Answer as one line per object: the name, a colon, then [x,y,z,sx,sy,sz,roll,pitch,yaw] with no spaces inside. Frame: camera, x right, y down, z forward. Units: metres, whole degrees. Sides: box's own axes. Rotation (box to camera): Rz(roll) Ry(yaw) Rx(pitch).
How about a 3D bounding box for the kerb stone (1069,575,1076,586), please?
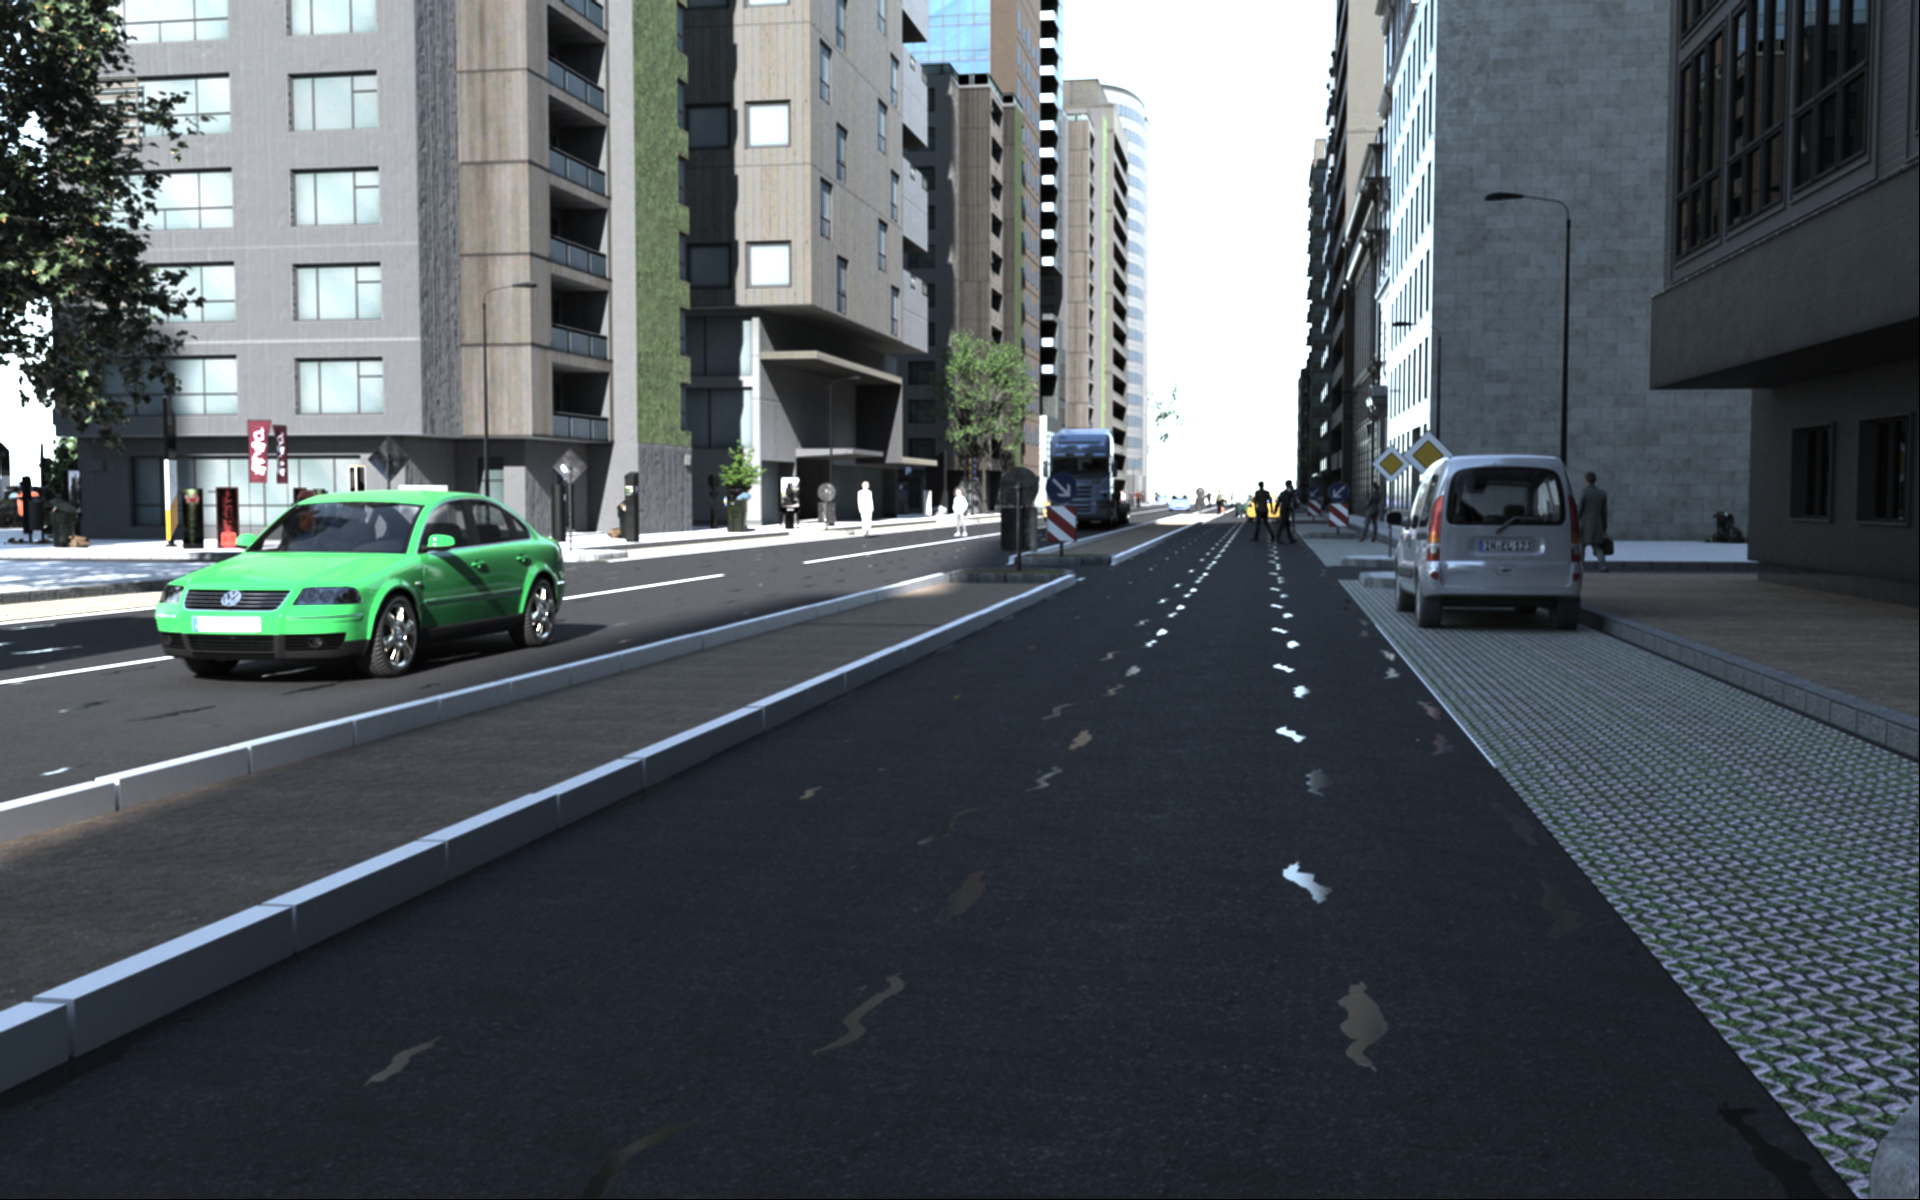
kerb stone: [1.703,-0.300,27.148,0.120,0.150,1.000,1,4,10]

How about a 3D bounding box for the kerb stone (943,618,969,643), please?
kerb stone: [-0.079,0.316,17.039,0.120,0.150,1.000,1,4,10]

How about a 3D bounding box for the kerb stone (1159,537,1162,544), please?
kerb stone: [5.540,-1.635,48.924,0.120,0.150,1.000,1,4,10]

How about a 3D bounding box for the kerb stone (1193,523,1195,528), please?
kerb stone: [9.456,-2.988,71.100,0.120,0.150,1.000,1,4,10]

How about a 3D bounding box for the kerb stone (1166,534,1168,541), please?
kerb stone: [6.071,-1.819,51.944,0.120,0.150,1.000,1,4,10]

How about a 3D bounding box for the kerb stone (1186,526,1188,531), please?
kerb stone: [8.394,-2.621,65.054,0.120,0.150,1.000,1,4,10]

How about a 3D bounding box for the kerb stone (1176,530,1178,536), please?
kerb stone: [7.137,-2.188,58.000,0.120,0.150,1.000,1,4,10]

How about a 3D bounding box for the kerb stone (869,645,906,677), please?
kerb stone: [-0.619,0.501,14.006,0.120,0.150,1.000,1,4,10]

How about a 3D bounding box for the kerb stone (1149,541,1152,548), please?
kerb stone: [4.832,-1.388,44.897,0.120,0.150,1.000,1,4,10]

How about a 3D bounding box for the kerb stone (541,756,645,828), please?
kerb stone: [-1.687,0.878,7.924,0.120,0.150,1.000,1,4,10]

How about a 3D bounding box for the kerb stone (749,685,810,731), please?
kerb stone: [-1.151,0.687,10.965,0.120,0.150,1.000,1,4,10]

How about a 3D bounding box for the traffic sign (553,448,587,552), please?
traffic sign: [-8.568,-2.106,38.073,0.795,2.450,0.064,1,4,10]

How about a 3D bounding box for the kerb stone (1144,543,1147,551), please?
kerb stone: [4.477,-1.265,42.875,0.120,0.150,1.000,1,4,10]

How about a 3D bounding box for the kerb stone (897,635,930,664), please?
kerb stone: [-0.433,0.439,15.011,0.120,0.150,1.000,1,4,10]

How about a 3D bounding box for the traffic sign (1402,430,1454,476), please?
traffic sign: [7.321,-1.438,27.153,0.795,2.450,0.064,1,4,10]

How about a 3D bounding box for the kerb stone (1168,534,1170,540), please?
kerb stone: [6.254,-1.881,52.954,0.120,0.150,1.000,1,4,10]

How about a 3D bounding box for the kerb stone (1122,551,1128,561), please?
kerb stone: [3.409,-0.893,36.811,0.120,0.150,1.000,1,4,10]

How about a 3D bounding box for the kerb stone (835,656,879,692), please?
kerb stone: [-0.794,0.563,12.992,0.120,0.150,1.000,1,4,10]

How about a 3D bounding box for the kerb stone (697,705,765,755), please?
kerb stone: [-1.334,0.755,9.951,0.120,0.150,1.000,1,4,10]

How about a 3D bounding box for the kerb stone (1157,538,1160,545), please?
kerb stone: [5.365,-1.572,47.918,0.120,0.150,1.000,1,4,10]

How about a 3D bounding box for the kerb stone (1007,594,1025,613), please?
kerb stone: [0.633,0.068,21.090,0.120,0.150,1.000,1,4,10]

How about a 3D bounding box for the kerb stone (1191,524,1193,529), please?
kerb stone: [9.098,-2.868,69.083,0.120,0.150,1.000,1,4,10]

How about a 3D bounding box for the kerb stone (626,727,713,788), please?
kerb stone: [-1.502,0.811,8.929,0.120,0.150,1.000,1,4,10]

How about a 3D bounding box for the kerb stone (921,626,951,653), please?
kerb stone: [-0.258,0.378,16.018,0.120,0.150,1.000,1,4,10]

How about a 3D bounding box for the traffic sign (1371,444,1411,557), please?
traffic sign: [8.707,-1.919,35.018,0.795,2.450,0.064,1,4,10]

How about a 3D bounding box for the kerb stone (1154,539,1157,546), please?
kerb stone: [5.187,-1.509,46.911,0.120,0.150,1.000,1,4,10]

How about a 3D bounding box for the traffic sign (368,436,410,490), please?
traffic sign: [-9.954,-1.625,30.208,0.795,2.450,0.064,1,4,10]

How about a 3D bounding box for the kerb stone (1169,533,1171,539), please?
kerb stone: [6.424,-1.944,53.972,0.120,0.150,1.000,1,4,10]

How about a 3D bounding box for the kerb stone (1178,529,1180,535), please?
kerb stone: [7.317,-2.251,59.006,0.120,0.150,1.000,1,4,10]

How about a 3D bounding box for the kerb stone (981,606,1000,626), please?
kerb stone: [0.272,0.198,19.057,0.120,0.150,1.000,1,4,10]

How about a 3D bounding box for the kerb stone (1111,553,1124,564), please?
kerb stone: [3.228,-0.828,35.799,0.120,0.150,1.000,1,4,10]

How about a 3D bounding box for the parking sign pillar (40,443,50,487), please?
parking sign pillar: [-48.728,-6.348,92.258,1.447,3.967,1.447,-2,4,-31]

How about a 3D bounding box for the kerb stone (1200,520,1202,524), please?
kerb stone: [10.873,-3.485,79.177,0.120,0.150,1.000,1,4,10]

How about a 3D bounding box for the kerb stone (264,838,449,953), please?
kerb stone: [-2.044,0.996,5.909,0.120,0.150,1.000,1,4,10]

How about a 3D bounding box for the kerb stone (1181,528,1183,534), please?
kerb stone: [7.678,-2.375,61.023,0.120,0.150,1.000,1,4,10]

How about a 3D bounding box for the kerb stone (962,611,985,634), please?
kerb stone: [0.094,0.254,18.047,0.120,0.150,1.000,1,4,10]

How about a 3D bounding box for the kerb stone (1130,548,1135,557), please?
kerb stone: [3.762,-1.012,38.847,0.120,0.150,1.000,1,4,10]

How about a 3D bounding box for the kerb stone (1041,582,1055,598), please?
kerb stone: [1.165,-0.118,24.126,0.120,0.150,1.000,1,4,10]

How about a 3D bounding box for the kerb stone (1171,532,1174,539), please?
kerb stone: [6.611,-2.003,54.978,0.120,0.150,1.000,1,4,10]

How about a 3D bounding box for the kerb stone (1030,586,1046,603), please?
kerb stone: [0.996,-0.052,23.118,0.120,0.150,1.000,1,4,10]

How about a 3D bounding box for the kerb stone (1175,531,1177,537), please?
kerb stone: [6.963,-2.128,56.993,0.120,0.150,1.000,1,4,10]

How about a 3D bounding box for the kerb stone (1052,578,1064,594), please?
kerb stone: [1.349,-0.176,25.132,0.120,0.150,1.000,1,4,10]

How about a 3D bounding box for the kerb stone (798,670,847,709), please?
kerb stone: [-0.976,0.625,11.972,0.120,0.150,1.000,1,4,10]

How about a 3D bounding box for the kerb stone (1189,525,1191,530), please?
kerb stone: [8.749,-2.741,67.069,0.120,0.150,1.000,1,4,10]

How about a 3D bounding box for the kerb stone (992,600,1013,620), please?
kerb stone: [0.456,0.130,20.069,0.120,0.150,1.000,1,4,10]

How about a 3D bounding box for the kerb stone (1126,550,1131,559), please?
kerb stone: [3.581,-0.957,37.835,0.120,0.150,1.000,1,4,10]

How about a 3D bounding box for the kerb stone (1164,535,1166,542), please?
kerb stone: [5.901,-1.758,50.936,0.120,0.150,1.000,1,4,10]

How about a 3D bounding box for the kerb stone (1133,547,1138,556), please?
kerb stone: [3.946,-1.080,39.852,0.120,0.150,1.000,1,4,10]

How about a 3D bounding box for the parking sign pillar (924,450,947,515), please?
parking sign pillar: [-1.492,-7.081,104.254,1.447,3.967,1.447,-1,4,-15]

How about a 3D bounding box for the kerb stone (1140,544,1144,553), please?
kerb stone: [4.295,-1.203,41.866,0.120,0.150,1.000,1,4,10]

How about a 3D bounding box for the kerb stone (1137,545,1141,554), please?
kerb stone: [4.120,-1.141,40.859,0.120,0.150,1.000,1,4,10]

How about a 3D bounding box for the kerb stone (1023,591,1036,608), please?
kerb stone: [0.813,0.014,22.112,0.120,0.150,1.000,1,4,10]

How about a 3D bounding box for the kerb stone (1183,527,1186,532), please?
kerb stone: [8.036,-2.498,63.042,0.120,0.150,1.000,1,4,10]

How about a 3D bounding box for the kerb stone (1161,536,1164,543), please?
kerb stone: [5.725,-1.696,49.929,0.120,0.150,1.000,1,4,10]

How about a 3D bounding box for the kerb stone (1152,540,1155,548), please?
kerb stone: [5.006,-1.450,45.903,0.120,0.150,1.000,1,4,10]

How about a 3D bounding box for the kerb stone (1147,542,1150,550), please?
kerb stone: [4.660,-1.326,43.889,0.120,0.150,1.000,1,4,10]

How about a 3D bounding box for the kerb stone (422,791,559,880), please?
kerb stone: [-1.869,0.934,6.918,0.120,0.150,1.000,1,4,10]

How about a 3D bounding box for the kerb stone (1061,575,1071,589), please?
kerb stone: [1.522,-0.241,26.142,0.120,0.150,1.000,1,4,10]
